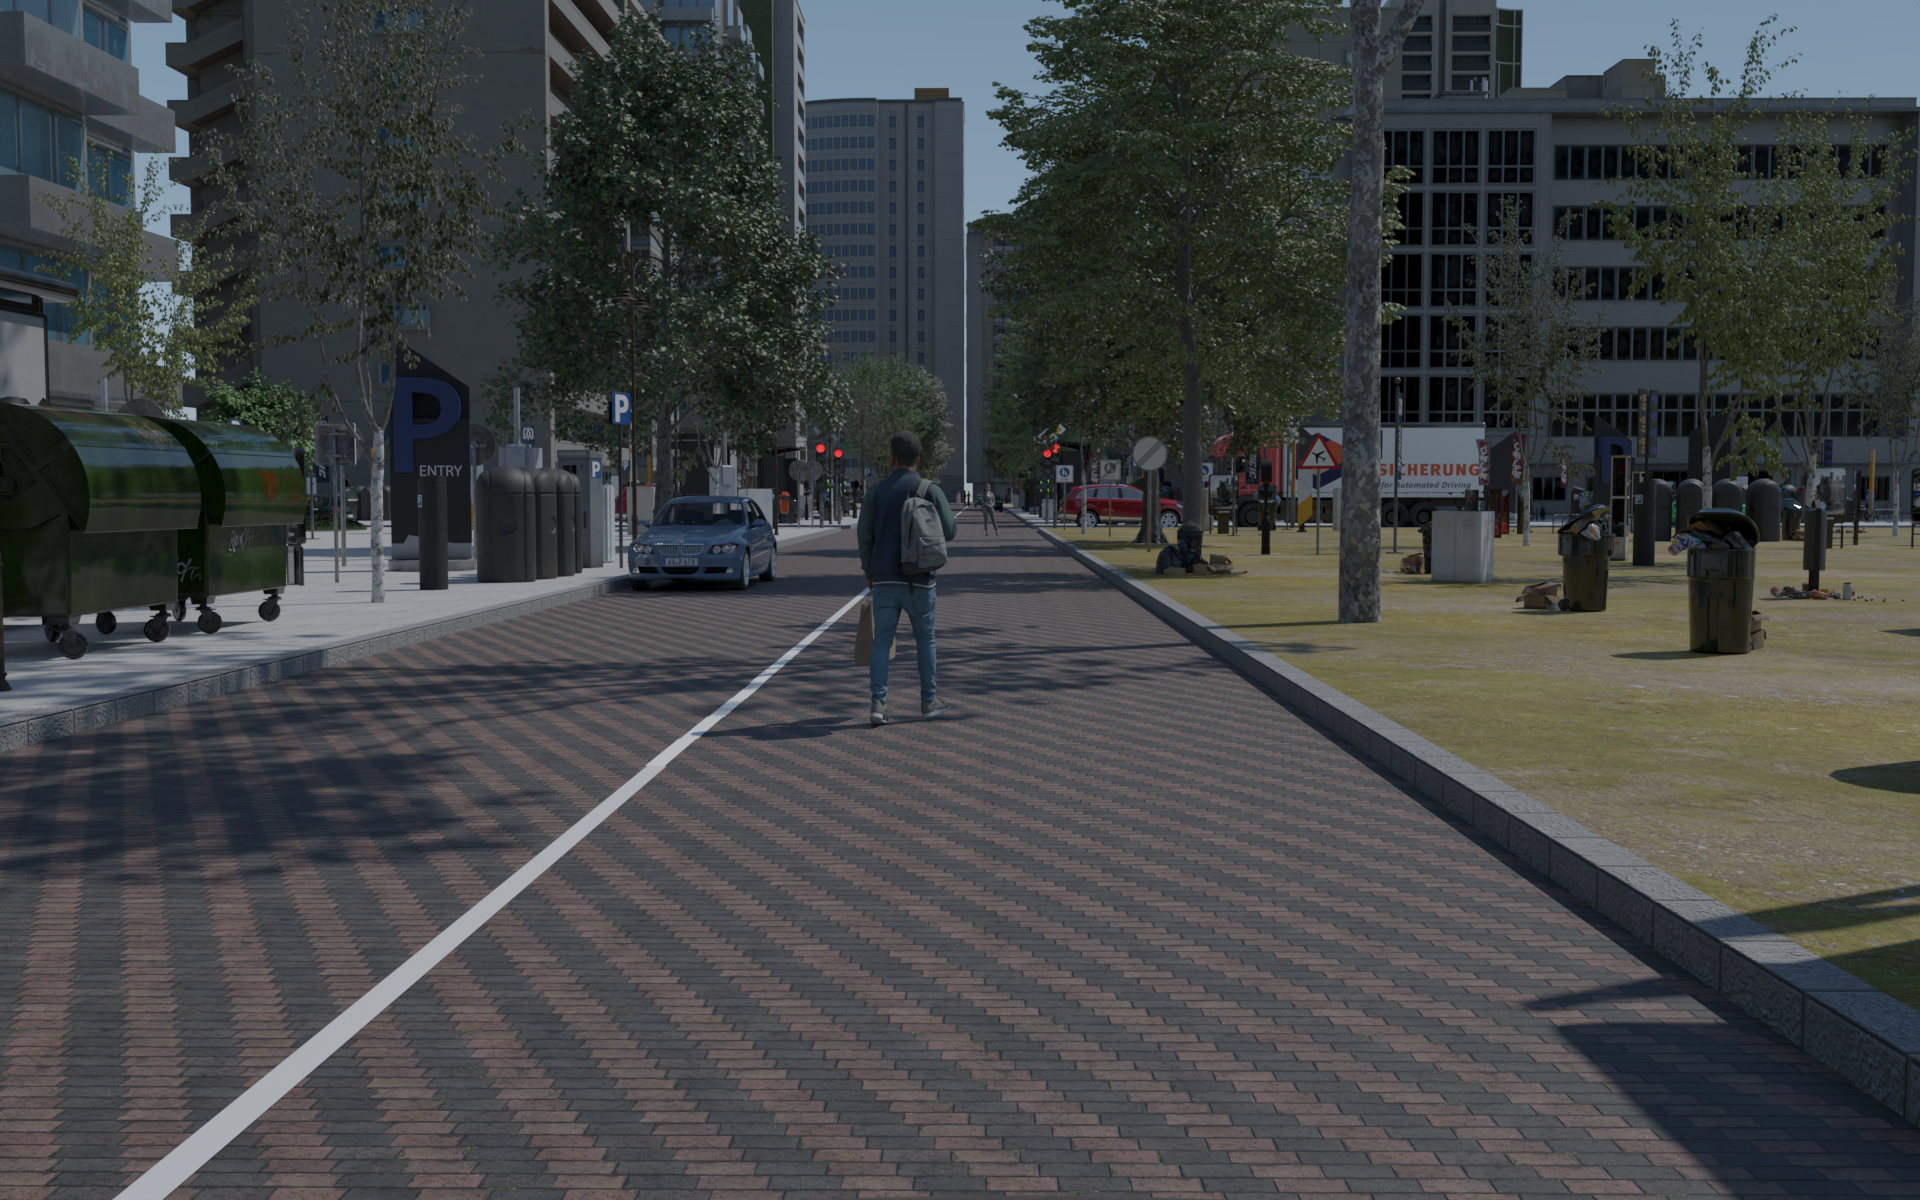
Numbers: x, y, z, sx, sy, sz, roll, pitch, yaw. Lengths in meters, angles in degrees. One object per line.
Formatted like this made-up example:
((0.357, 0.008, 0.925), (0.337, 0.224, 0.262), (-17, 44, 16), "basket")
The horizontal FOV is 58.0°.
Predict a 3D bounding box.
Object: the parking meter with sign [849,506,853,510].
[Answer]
((-8.823, -8.561, 136.238), (0.543, 3.016, 1.738), (-2, 4, -35), "parking meter with sign")

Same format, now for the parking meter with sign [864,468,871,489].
((-5.936, -7.422, 117.612), (0.543, 3.016, 1.738), (1, 4, 21), "parking meter with sign")

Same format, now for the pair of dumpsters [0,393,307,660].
((-7.385, -0.787, 15.366), (1.574, 2.255, 4.437), (0, 4, 1), "pair of dumpsters")

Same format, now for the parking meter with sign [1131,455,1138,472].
((8.122, -4.934, 76.924), (0.543, 3.016, 1.738), (1, 4, 22), "parking meter with sign")

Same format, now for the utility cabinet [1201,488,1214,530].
((8.647, -3.182, 60.711), (0.318, 1.500, 1.173), (0, 4, -1), "utility cabinet")

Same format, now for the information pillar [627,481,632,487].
((-18.340, -5.612, 96.253), (0.304, 2.012, 0.304), (2, 4, 25), "information pillar")

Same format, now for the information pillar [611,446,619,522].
((-15.698, -5.352, 78.855), (0.504, 3.616, 0.183), (3, 4, 36), "information pillar")

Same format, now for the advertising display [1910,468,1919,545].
((24.330, -2.332, 43.334), (0.974, 1.923, 0.123), (1, 4, 14), "advertising display")

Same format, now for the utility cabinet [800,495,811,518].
((-8.542, -5.074, 94.125), (1.020, 1.237, 0.306), (1, 4, 21), "utility cabinet")

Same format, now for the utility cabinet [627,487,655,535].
((-9.676, -2.711, 53.007), (1.173, 1.500, 0.318), (3, 4, 37), "utility cabinet")

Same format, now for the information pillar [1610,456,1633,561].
((12.675, -1.761, 33.279), (0.304, 2.012, 0.304), (2, 4, 30), "information pillar")

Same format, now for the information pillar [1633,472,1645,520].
((22.442, -3.230, 57.308), (0.304, 2.012, 0.304), (-3, 5, -40), "information pillar")

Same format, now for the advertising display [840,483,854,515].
((-6.488, -5.717, 98.683), (0.974, 1.923, 0.123), (1, 4, 14), "advertising display")

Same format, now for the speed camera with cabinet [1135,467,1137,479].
((12.569, -7.960, 124.479), (0.660, 3.252, 2.038), (2, 4, 28), "speed camera with cabinet")

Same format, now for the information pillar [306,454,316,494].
((-32.487, -5.837, 86.790), (0.183, 3.616, 0.504), (3, 5, 42), "information pillar")

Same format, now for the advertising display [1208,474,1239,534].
((8.482, -3.091, 55.752), (0.974, 1.923, 0.123), (0, 4, -4), "advertising display")

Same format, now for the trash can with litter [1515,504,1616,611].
((6.662, -0.473, 19.126), (0.624, 1.170, 1.055), (-3, 5, -44), "trash can with litter")

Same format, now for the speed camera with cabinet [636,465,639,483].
((-21.965, -7.551, 117.794), (0.660, 3.252, 2.038), (1, 4, 9), "speed camera with cabinet")

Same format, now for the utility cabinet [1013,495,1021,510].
((4.881, -8.074, 143.174), (1.020, 1.237, 0.306), (2, 4, 33), "utility cabinet")

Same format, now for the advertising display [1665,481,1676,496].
((34.031, -4.784, 83.426), (0.123, 1.923, 0.974), (-1, 4, -23), "advertising display")

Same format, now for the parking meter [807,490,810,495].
((-8.906, -5.735, 102.175), (0.372, 1.533, 0.369), (0, 3, 0), "parking meter")

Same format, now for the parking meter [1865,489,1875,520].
((43.917, -4.599, 83.602), (0.372, 1.533, 0.369), (0, 3, 0), "parking meter")

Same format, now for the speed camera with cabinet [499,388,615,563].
((-7.538, -2.329, 32.414), (2.038, 3.252, 0.660), (0, 4, 3), "speed camera with cabinet")

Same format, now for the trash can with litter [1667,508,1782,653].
((6.258, -0.173, 14.221), (0.624, 1.170, 1.055), (3, 4, 37), "trash can with litter")

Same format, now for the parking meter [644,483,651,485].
((-16.006, -5.089, 88.911), (0.255, 1.863, 0.399), (-2, 4, -32), "parking meter")

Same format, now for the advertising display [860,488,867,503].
((-6.982, -7.620, 129.793), (0.974, 1.923, 0.123), (0, 4, -1), "advertising display")

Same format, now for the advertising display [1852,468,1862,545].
((22.627, -2.355, 43.717), (0.123, 1.923, 0.974), (2, 4, 23), "advertising display")

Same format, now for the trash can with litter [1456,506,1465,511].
((40.644, -7.897, 140.496), (0.624, 1.170, 1.055), (2, 4, 29), "trash can with litter")

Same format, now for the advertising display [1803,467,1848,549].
((20.356, -2.174, 40.760), (0.974, 1.923, 0.123), (0, 4, -2), "advertising display")

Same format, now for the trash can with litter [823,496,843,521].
((-6.073, -4.345, 82.431), (1.055, 1.170, 0.624), (1, 4, 16), "trash can with litter")

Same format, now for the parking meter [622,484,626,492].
((-19.599, -5.859, 101.506), (0.255, 1.863, 0.399), (1, 4, 19), "parking meter")

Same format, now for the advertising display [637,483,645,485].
((-18.651, -5.867, 101.132), (0.974, 1.923, 0.123), (3, 4, 37), "advertising display")

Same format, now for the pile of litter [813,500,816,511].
((-11.053, -7.131, 130.551), (1.719, 0.858, 1.176), (3, 4, 39), "pile of litter")

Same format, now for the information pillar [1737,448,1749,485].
((36.913, -5.526, 81.703), (0.504, 3.616, 0.183), (3, 4, 37), "information pillar")

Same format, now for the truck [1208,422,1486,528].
((14.894, -4.890, 68.857), (11.283, 4.237, 2.839), (0, 4, 0), "truck")

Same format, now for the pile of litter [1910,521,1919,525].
((40.221, -3.566, 72.262), (1.719, 0.858, 1.176), (-2, 4, -29), "pile of litter")

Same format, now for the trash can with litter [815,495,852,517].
((-7.788, -5.869, 107.019), (2.233, 1.210, 1.678), (0, 4, 2), "trash can with litter")

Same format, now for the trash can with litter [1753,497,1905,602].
((10.799, -0.654, 21.744), (1.678, 1.210, 2.233), (1, 4, 20), "trash can with litter")

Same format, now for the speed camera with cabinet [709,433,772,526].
((-7.090, -3.776, 56.067), (2.038, 3.252, 0.660), (-3, 4, -38), "speed camera with cabinet")

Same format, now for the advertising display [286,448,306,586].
((-9.428, -1.180, 24.514), (0.123, 1.923, 0.974), (-2, 4, -33), "advertising display")

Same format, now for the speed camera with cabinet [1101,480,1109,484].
((9.066, -6.762, 104.886), (0.660, 3.252, 2.038), (-1, 4, -13), "speed camera with cabinet")

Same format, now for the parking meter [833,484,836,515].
((-7.379, -5.838, 101.170), (0.255, 1.863, 0.399), (-3, 4, -37), "parking meter")

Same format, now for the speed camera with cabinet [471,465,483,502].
((-13.400, -3.323, 48.662), (2.038, 3.252, 0.660), (3, 5, 40), "speed camera with cabinet")

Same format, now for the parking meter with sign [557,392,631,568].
((-6.609, -2.073, 30.152), (1.738, 3.016, 0.543), (2, 4, 23), "parking meter with sign")

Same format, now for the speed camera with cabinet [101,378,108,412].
((-14.882, -2.116, 28.935), (0.660, 3.252, 2.038), (3, 5, 41), "speed camera with cabinet")

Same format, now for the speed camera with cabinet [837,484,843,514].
((-7.868, -7.079, 110.079), (0.660, 3.252, 2.038), (-2, 4, -24), "speed camera with cabinet")

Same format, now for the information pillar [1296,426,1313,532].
((11.577, -4.084, 58.128), (0.504, 3.616, 0.183), (0, 4, 7), "information pillar")

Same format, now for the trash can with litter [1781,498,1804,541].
((22.978, -2.209, 47.506), (0.624, 1.170, 1.055), (0, 4, -6), "trash can with litter")

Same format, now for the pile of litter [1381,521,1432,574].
((7.675, -0.868, 28.158), (1.719, 0.858, 1.176), (2, 4, 28), "pile of litter")

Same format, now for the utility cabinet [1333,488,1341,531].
((13.469, -3.127, 59.804), (1.173, 1.500, 0.318), (-1, 4, -15), "utility cabinet")

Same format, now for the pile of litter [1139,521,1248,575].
((3.867, -0.851, 27.872), (1.719, 0.858, 1.176), (-1, 4, -10), "pile of litter")
